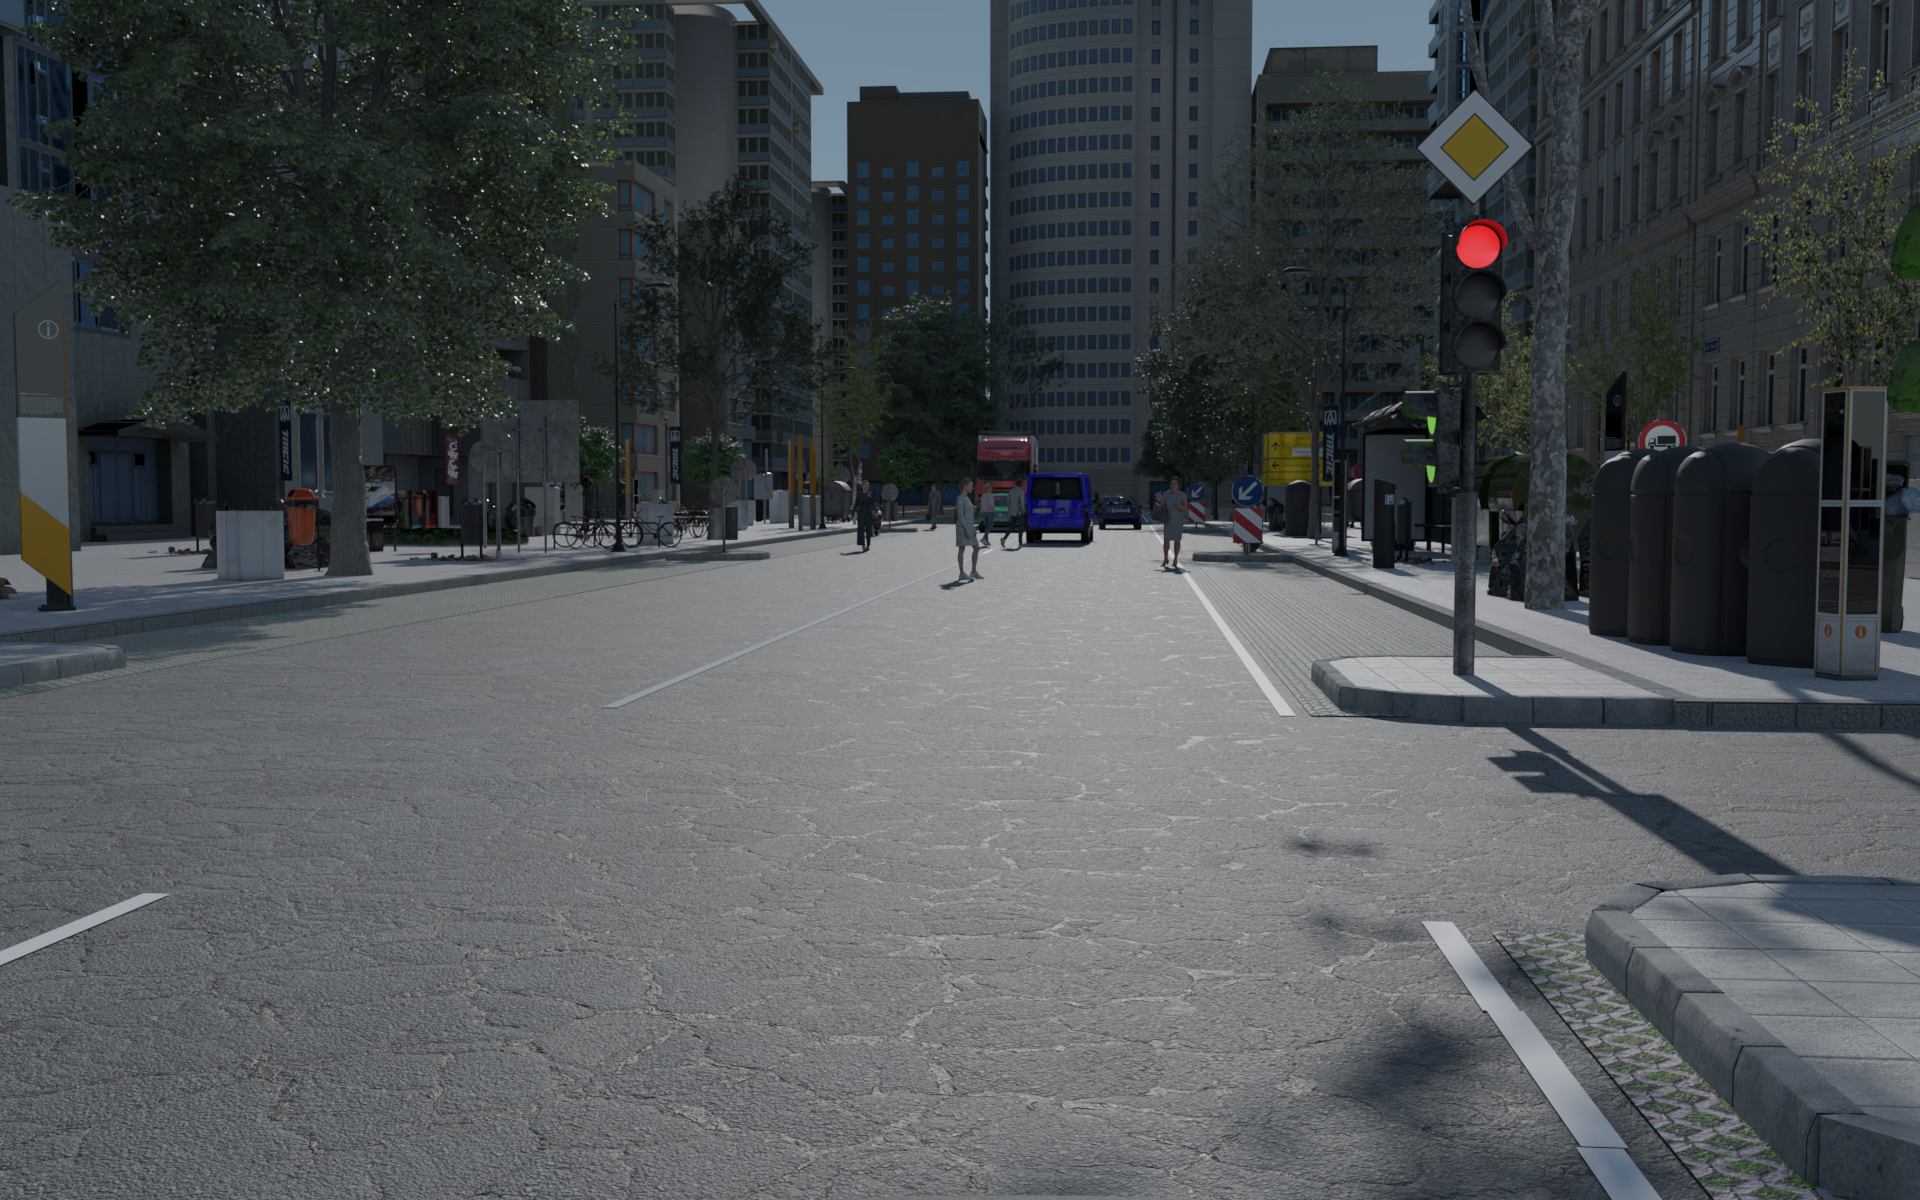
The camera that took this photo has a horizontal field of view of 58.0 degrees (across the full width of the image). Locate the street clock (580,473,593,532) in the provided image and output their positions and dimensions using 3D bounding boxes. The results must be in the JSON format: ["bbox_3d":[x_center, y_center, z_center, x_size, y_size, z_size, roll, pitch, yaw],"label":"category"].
[{"bbox_3d":[-12.567,-3.284,58.271,0.471,2.002,0.358,-1,4,-12],"label":"street clock"}]

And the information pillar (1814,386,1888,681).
[{"bbox_3d":[6.159,-0.458,11.977,0.304,2.012,0.304,0,4,-7],"label":"information pillar"}]

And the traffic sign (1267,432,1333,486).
[{"bbox_3d":[11.184,-3.840,56.664,2.265,3.308,0.079,0,4,7],"label":"traffic sign"}]

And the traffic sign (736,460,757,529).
[{"bbox_3d":[-7.905,-3.915,64.114,0.768,2.556,0.104,0,4,7],"label":"traffic sign"}]

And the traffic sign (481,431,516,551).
[{"bbox_3d":[-9.402,-2.149,35.242,0.768,2.556,0.104,1,4,13],"label":"traffic sign"}]

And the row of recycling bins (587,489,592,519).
[{"bbox_3d":[-20.668,-4.995,88.786,3.534,1.692,1.069,0,4,-3],"label":"row of recycling bins"}]

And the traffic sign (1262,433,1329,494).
[{"bbox_3d":[11.253,-3.920,57.973,2.265,3.308,0.079,0,4,8],"label":"traffic sign"}]

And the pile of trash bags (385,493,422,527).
[{"bbox_3d":[-21.151,-3.268,63.183,3.447,1.369,1.912,-1,4,-17],"label":"pile of trash bags"}]

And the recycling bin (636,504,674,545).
[{"bbox_3d":[-7.809,-1.944,44.341,0.722,1.027,0.722,-3,5,-39],"label":"recycling bin"}]

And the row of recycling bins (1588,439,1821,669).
[{"bbox_3d":[6.267,-0.445,14.397,1.069,1.692,3.534,0,4,-4],"label":"row of recycling bins"}]

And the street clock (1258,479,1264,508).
[{"bbox_3d":[14.869,-4.974,85.891,0.471,2.002,0.358,0,4,-6],"label":"street clock"}]

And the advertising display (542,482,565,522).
[{"bbox_3d":[-17.330,-4.198,73.850,0.974,1.923,0.123,0,4,7],"label":"advertising display"}]

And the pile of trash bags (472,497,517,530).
[{"bbox_3d":[-16.112,-3.179,61.724,3.447,1.369,1.912,3,4,37],"label":"pile of trash bags"}]

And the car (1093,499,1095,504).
[{"bbox_3d":[13.128,-9.057,158.301,2.015,1.641,3.980,0,4,5],"label":"car"}]

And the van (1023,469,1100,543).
[{"bbox_3d":[3.051,-2.936,52.384,2.240,2.365,5.245,0,4,6],"label":"van"}]

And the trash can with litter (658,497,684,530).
[{"bbox_3d":[-10.382,-3.112,62.264,1.055,1.170,0.624,0,4,-3],"label":"trash can with litter"}]

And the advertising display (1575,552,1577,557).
[{"bbox_3d":[12.408,-1.836,35.226,0.974,1.923,0.123,-2,4,-35],"label":"advertising display"}]

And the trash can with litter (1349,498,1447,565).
[{"bbox_3d":[8.252,-1.296,32.242,1.678,1.210,2.233,0,4,1],"label":"trash can with litter"}]

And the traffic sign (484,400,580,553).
[{"bbox_3d":[-9.330,-2.680,37.694,2.265,3.308,0.079,1,4,14],"label":"traffic sign"}]

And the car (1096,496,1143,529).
[{"bbox_3d":[6.614,-3.616,71.696,1.945,1.354,3.894,0,4,4],"label":"car"}]

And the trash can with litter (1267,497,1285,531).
[{"bbox_3d":[11.127,-2.955,59.706,1.055,1.170,0.624,2,4,25],"label":"trash can with litter"}]

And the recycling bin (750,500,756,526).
[{"bbox_3d":[-8.701,-3.534,70.341,0.722,1.027,0.722,0,4,1],"label":"recycling bin"}]

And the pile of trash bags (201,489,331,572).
[{"bbox_3d":[-11.647,-1.214,29.602,1.912,1.369,3.447,-3,4,-37],"label":"pile of trash bags"}]

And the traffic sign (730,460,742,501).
[{"bbox_3d":[-8.171,-3.928,64.325,0.768,2.556,0.104,1,4,11],"label":"traffic sign"}]

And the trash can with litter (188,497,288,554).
[{"bbox_3d":[-13.579,-1.398,33.914,1.678,1.210,2.233,3,5,42],"label":"trash can with litter"}]

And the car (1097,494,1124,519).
[{"bbox_3d":[8.893,-5.459,101.047,2.131,1.459,4.920,0,4,5],"label":"car"}]

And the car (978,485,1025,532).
[{"bbox_3d":[1.722,-3.531,66.530,1.959,1.807,4.718,0,4,6],"label":"car"}]

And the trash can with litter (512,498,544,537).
[{"bbox_3d":[-12.980,-2.494,52.157,0.624,1.170,1.055,1,4,15],"label":"trash can with litter"}]

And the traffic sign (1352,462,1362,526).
[{"bbox_3d":[15.880,-4.184,68.508,0.768,2.556,0.104,0,4,6],"label":"traffic sign"}]

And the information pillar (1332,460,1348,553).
[{"bbox_3d":[8.288,-2.036,37.789,0.304,2.012,0.304,1,4,18],"label":"information pillar"}]

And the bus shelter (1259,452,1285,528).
[{"bbox_3d":[12.102,-4.229,63.074,2.014,3.302,5.546,0,4,6],"label":"bus shelter"}]

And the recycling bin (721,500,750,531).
[{"bbox_3d":[-7.941,-2.956,60.887,0.722,1.027,0.722,1,4,10],"label":"recycling bin"}]

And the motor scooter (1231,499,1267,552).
[{"bbox_3d":[6.581,-1.626,39.355,0.815,1.314,1.986,0,4,4],"label":"motor scooter"}]

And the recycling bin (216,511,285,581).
[{"bbox_3d":[-10.645,-0.821,25.980,0.722,1.027,0.722,3,5,40],"label":"recycling bin"}]

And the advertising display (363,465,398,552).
[{"bbox_3d":[-13.039,-2.041,38.590,0.974,1.923,0.123,0,4,-7],"label":"advertising display"}]

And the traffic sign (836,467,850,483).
[{"bbox_3d":[-5.572,-5.010,82.015,0.768,2.556,0.104,1,4,14],"label":"traffic sign"}]

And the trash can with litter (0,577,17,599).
[{"bbox_3d":[-12.094,-0.597,21.150,1.055,1.170,0.624,0,4,0],"label":"trash can with litter"}]

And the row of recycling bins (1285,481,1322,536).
[{"bbox_3d":[10.745,-2.886,54.300,1.069,1.692,3.534,1,4,17],"label":"row of recycling bins"}]

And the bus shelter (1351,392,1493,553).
[{"bbox_3d":[9.663,-2.617,36.707,2.014,3.302,5.546,0,4,5],"label":"bus shelter"}]

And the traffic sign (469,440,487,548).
[{"bbox_3d":[-11.200,-2.487,40.775,0.768,2.556,0.104,1,4,9],"label":"traffic sign"}]

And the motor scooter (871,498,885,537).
[{"bbox_3d":[-2.920,-2.816,58.814,0.815,1.314,1.986,0,4,5],"label":"motor scooter"}]

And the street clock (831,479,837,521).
[{"bbox_3d":[-6.058,-4.798,83.022,0.358,2.002,0.471,-2,4,-28],"label":"street clock"}]

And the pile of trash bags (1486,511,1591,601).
[{"bbox_3d":[8.255,-0.698,21.159,3.447,1.369,1.912,1,4,15],"label":"pile of trash bags"}]

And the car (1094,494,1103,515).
[{"bbox_3d":[10.253,-6.595,119.633,2.131,1.459,4.920,0,4,7],"label":"car"}]

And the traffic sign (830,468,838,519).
[{"bbox_3d":[-5.978,-5.148,84.273,0.768,2.556,0.104,1,4,14],"label":"traffic sign"}]

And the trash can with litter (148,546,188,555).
[{"bbox_3d":[-16.508,-1.613,37.430,2.233,1.210,1.678,1,4,23],"label":"trash can with litter"}]

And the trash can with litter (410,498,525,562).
[{"bbox_3d":[-9.689,-1.379,33.606,2.233,1.210,1.678,2,4,30],"label":"trash can with litter"}]
